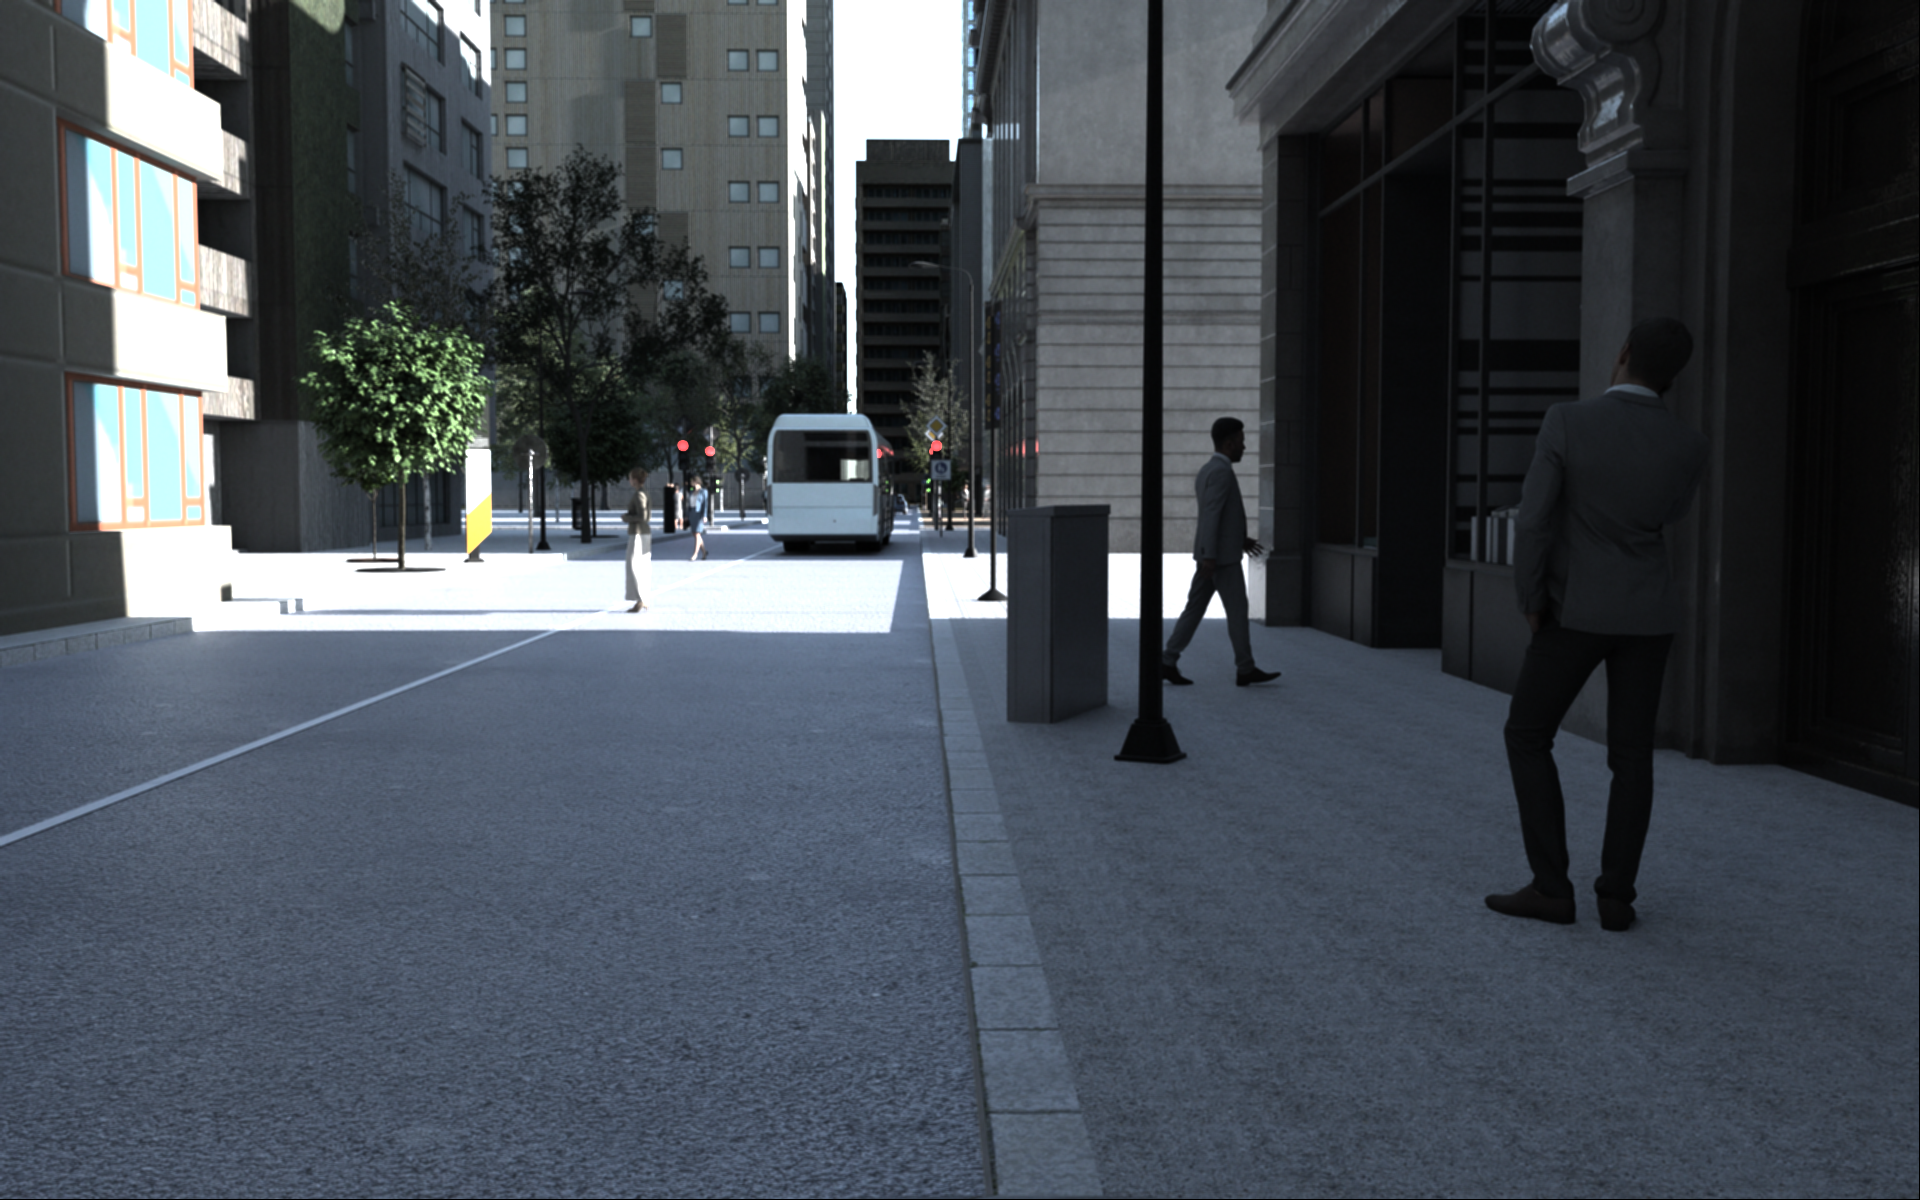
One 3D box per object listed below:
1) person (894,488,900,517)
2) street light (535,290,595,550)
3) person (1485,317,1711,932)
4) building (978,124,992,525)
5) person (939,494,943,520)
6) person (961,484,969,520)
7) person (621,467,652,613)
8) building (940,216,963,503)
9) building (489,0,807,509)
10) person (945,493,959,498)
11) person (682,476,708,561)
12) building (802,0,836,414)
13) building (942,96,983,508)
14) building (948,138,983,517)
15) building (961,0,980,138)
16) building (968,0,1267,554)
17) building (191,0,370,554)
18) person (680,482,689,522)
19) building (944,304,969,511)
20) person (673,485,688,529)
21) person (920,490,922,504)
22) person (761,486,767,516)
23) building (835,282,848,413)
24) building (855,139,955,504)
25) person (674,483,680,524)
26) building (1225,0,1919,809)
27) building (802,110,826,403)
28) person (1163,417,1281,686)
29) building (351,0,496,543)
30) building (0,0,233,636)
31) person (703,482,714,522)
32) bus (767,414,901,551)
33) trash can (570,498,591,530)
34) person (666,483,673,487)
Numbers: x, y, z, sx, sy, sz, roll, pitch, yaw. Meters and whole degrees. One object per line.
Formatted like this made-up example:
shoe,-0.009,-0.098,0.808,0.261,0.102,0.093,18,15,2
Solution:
person,-4.058,-6.081,108.014,0.616,1.811,0.778,0,4,2
street light,-9.024,-4.101,39.588,1.470,5.913,1.316,0,4,-1
person,1.903,0.064,5.185,0.592,1.802,0.473,1,4,12
building,15.895,-18.176,74.671,29.804,29.767,11.434,0,4,-1
person,-1.074,-4.528,84.353,0.425,1.301,0.394,-3,4,-36
person,0.392,-4.940,87.093,0.573,1.790,0.520,2,4,34
person,-3.955,-0.740,21.141,0.362,1.759,0.519,0,4,1
building,4.876,-25.068,181.567,14.160,30.474,14.107,0,4,-1
building,-28.010,-34.736,157.173,28.713,52.752,27.495,0,4,-1
person,-0.686,-8.731,149.310,1.217,1.766,0.721,1,4,16
person,-5.607,-1.752,37.172,0.581,1.822,0.654,3,5,44
building,-25.622,-47.031,207.209,20.611,71.187,20.563,0,4,-1
building,13.251,-28.775,162.354,32.217,40.220,23.993,0,4,-1
building,6.668,-17.598,106.798,14.314,24.678,30.058,0,4,-1
building,9.131,-54.423,202.484,22.319,86.520,31.000,0,4,-1
building,7.241,-12.630,48.307,13.314,21.916,24.055,0,4,-1
building,-21.378,-16.085,34.690,14.160,30.474,14.107,0,4,-1
person,-10.990,-3.848,69.187,0.478,1.798,0.641,1,4,21
building,7.114,-16.461,136.585,16.820,18.784,16.811,0,4,-1
person,-10.687,-3.494,65.979,0.716,1.782,0.532,0,4,-1
person,-4.656,-12.693,214.301,0.721,1.736,1.217,0,4,-4
person,-11.536,-5.922,103.268,0.661,1.777,0.834,0,4,6
building,-22.376,-28.365,235.462,14.107,30.474,14.160,0,4,-1
building,-3.520,-37.653,239.331,21.600,48.544,21.300,0,4,-1
person,-12.201,-4.150,74.471,0.480,1.755,0.524,-3,5,-41
building,7.390,-10.084,15.789,10.553,20.767,40.483,0,4,-1
building,-21.289,-30.297,178.954,14.154,41.232,14.086,0,4,-1
person,1.714,-0.323,11.594,0.850,1.792,0.678,0,4,-5
building,-21.688,-22.430,50.326,14.086,41.232,14.154,0,4,-1
building,-22.231,-9.813,5.484,27.650,21.520,28.899,0,4,-1
person,-11.879,-4.568,80.687,0.822,1.834,0.622,0,4,-7
bus,-3.211,-3.152,46.400,2.948,3.499,13.247,0,4,0
trash can,-13.556,-3.073,61.903,0.748,1.137,0.748,0,3,0
person,-14.470,-4.902,86.165,0.573,1.828,0.580,1,4,20
